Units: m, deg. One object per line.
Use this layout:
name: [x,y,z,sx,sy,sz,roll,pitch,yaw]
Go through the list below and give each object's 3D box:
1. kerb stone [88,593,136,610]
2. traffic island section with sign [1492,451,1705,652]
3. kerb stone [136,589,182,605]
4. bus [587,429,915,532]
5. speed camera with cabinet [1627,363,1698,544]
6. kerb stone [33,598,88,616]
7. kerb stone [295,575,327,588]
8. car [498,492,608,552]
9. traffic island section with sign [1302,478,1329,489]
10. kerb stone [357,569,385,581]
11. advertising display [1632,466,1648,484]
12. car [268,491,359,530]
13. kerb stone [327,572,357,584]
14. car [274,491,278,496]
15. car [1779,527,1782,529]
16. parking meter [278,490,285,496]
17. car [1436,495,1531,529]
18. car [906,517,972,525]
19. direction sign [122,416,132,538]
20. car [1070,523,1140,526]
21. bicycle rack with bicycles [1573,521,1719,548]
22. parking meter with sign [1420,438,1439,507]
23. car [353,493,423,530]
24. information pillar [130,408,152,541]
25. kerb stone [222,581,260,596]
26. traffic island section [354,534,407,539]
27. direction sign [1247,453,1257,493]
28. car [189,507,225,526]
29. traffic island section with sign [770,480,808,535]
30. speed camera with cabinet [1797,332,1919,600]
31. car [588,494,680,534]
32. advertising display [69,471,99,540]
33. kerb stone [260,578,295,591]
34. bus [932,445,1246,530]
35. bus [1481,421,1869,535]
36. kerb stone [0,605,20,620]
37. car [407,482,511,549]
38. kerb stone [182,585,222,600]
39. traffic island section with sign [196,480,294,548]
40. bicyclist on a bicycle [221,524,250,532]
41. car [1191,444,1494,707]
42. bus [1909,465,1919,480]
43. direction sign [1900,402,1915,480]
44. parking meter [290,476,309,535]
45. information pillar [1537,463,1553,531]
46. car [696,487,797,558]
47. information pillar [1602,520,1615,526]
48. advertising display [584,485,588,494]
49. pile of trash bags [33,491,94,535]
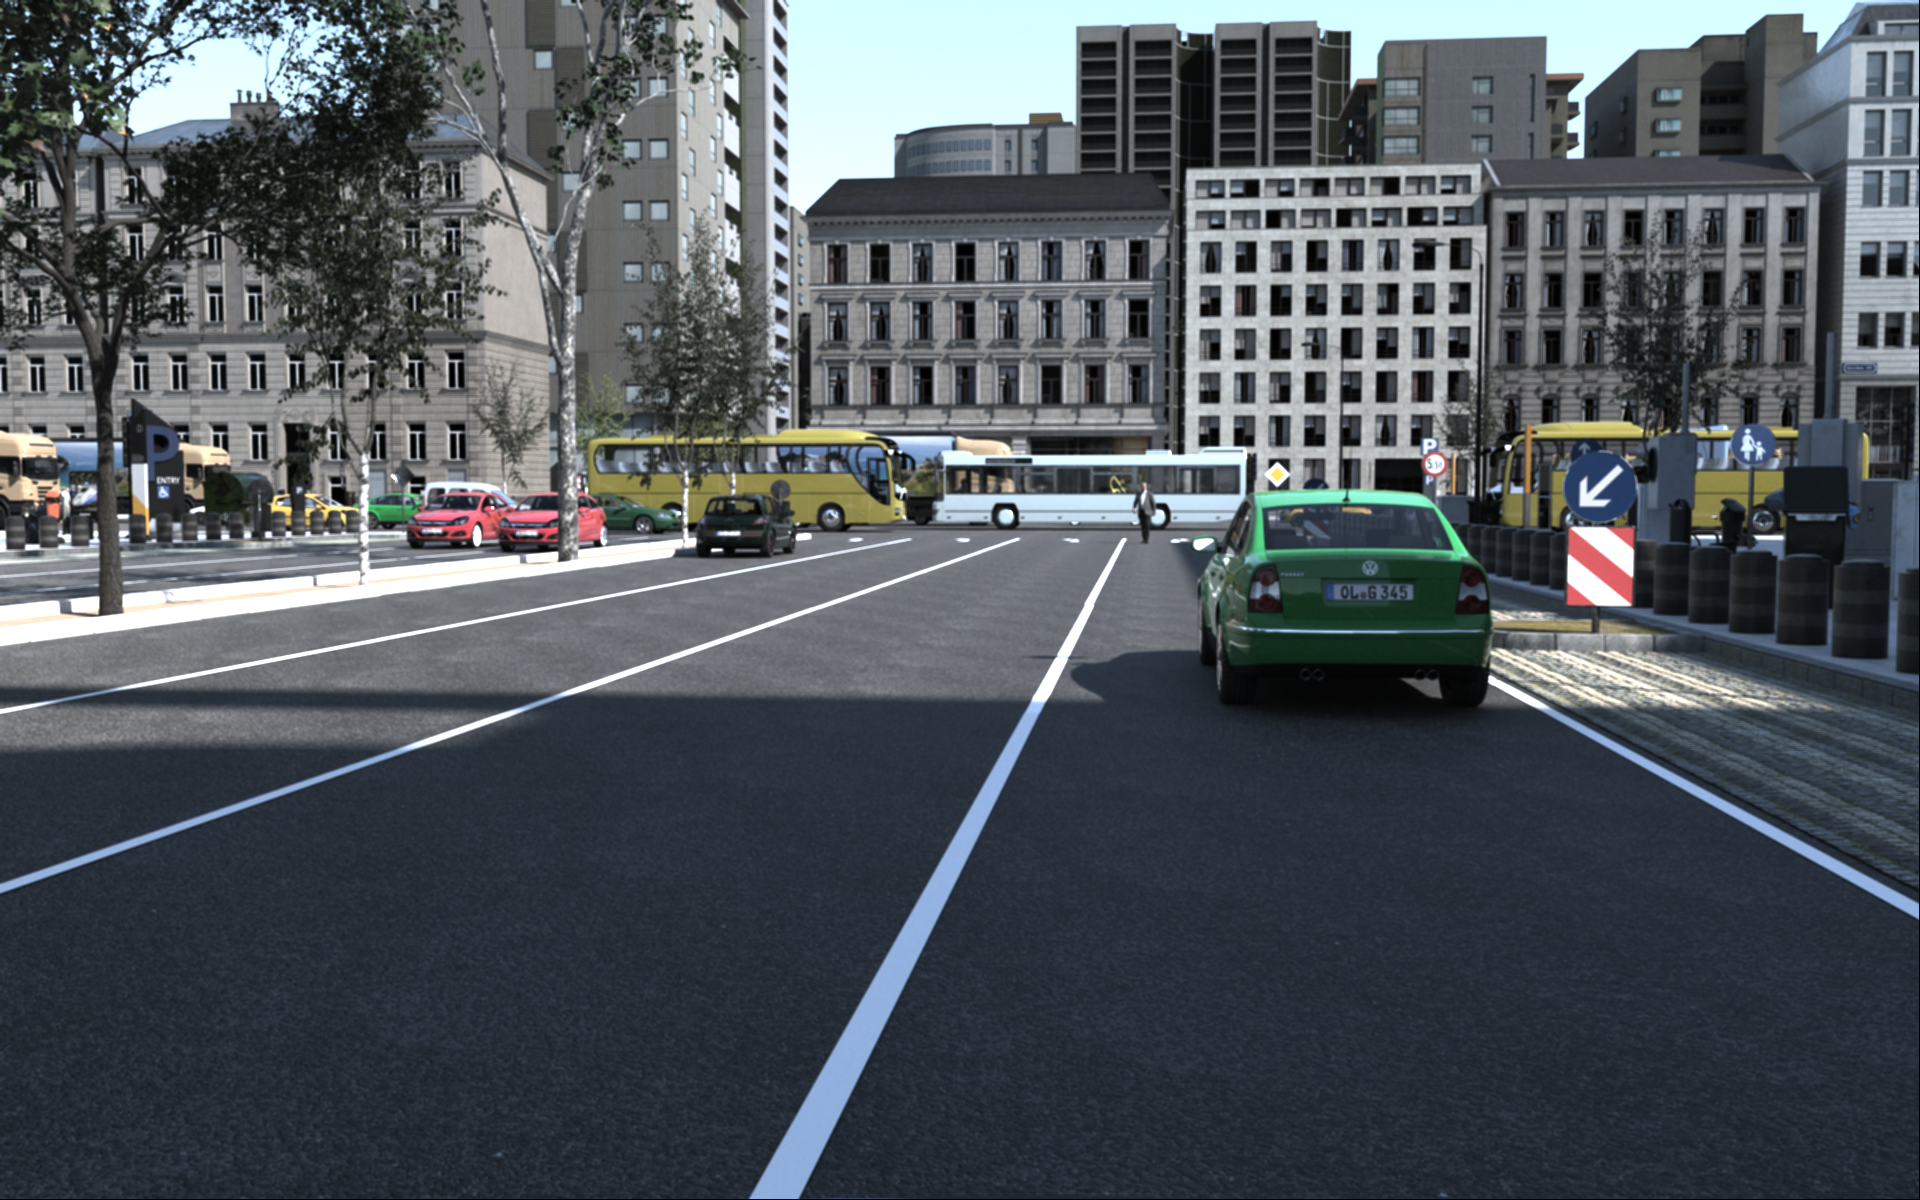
kerb stone: [-10.681,0.033,21.654,0.120,0.150,1.000,0,4,6]
traffic island section with sign: [5.826,-0.489,16.619,1.989,1.847,2.006,0,4,6]
kerb stone: [-10.559,-0.029,22.673,0.120,0.150,1.000,0,4,6]
bus: [-7.955,-4.578,66.389,12.252,3.916,2.896,0,4,5]
speed camera with cabinet: [10.899,-1.995,26.949,0.660,3.252,2.038,1,4,10]
kerb stone: [-10.784,0.096,20.629,0.120,0.150,1.000,0,4,6]
kerb stone: [-10.123,-0.272,26.772,0.120,0.150,1.000,0,4,6]
car: [-10.356,-2.151,44.203,2.155,1.783,4.494,0,4,5]
traffic island section with sign: [8.735,-2.128,43.417,1.989,1.847,2.006,0,4,6]
kerb stone: [-9.894,-0.405,28.827,0.120,0.150,1.000,0,4,6]
advertising display: [15.969,-2.125,39.952,0.974,1.923,0.123,0,4,0]
car: [-25.135,-3.503,67.503,3.980,1.641,2.015,0,4,7]
kerb stone: [-10.009,-0.342,27.795,0.120,0.150,1.000,0,4,6]
car: [-34.531,-4.518,83.660,4.222,1.686,2.009,0,4,6]
car: [32.683,-3.204,64.395,4.499,1.417,2.014,0,4,8]
parking meter: [-38.328,-5.470,97.846,0.372,1.533,0.369,0,3,0]
car: [18.324,-3.099,62.676,4.499,1.417,2.014,0,4,7]
car: [-0.596,-4.207,81.371,3.894,1.354,1.945,0,4,4]
direction sign: [-24.337,-3.594,50.765,0.876,3.537,0.379,3,5,45]
car: [6.802,-4.131,79.546,4.499,1.417,2.014,0,4,5]
bicycle rack with bicycles: [12.150,-1.101,31.379,2.925,0.926,2.852,-1,4,-17]
parking meter with sign: [14.353,-3.471,53.008,0.543,3.016,1.738,1,4,15]
car: [-22.369,-3.778,70.561,4.718,1.807,1.959,0,4,7]
information pillar: [-22.402,-3.423,47.314,0.504,3.616,0.183,1,4,19]
kerb stone: [-10.350,-0.155,24.730,0.120,0.150,1.000,0,4,6]
traffic island section: [-18.275,-2.112,56.814,2.009,0.180,2.903,0,4,6]
direction sign: [16.238,-6.387,96.422,0.379,3.537,0.876,-2,4,-24]
car: [-33.014,-4.107,79.514,4.827,1.381,2.083,1,4,8]
traffic island section with sign: [-5.908,-2.910,55.710,2.006,1.907,1.989,0,4,6]
speed camera with cabinet: [11.340,-1.634,21.058,2.038,3.252,0.660,2,4,33]
car: [-12.550,-3.107,62.600,4.920,1.459,2.131,0,4,8]
advertising display: [-24.450,-2.644,48.442,0.974,1.923,0.123,1,4,16]
kerb stone: [-10.229,-0.215,25.750,0.120,0.150,1.000,0,4,6]
bus: [4.723,-4.574,69.639,13.247,3.499,2.948,0,4,6]
bus: [24.120,-4.136,59.174,12.252,3.916,2.896,0,4,6]
kerb stone: [-10.898,0.159,19.609,0.120,0.150,1.000,0,4,6]
car: [-13.470,-2.318,46.945,2.155,1.783,4.494,0,4,5]
kerb stone: [-10.454,-0.092,23.695,0.120,0.150,1.000,0,4,6]
traffic island section with sign: [-19.072,-2.316,46.492,1.989,1.847,2.006,0,4,6]
bicyclist on a bicycle: [-25.208,-3.063,60.105,1.625,1.676,1.499,0,4,5]
car: [2.766,-0.263,13.104,1.959,1.807,4.718,0,4,5]
bus: [47.429,-4.841,74.018,13.247,3.499,2.948,0,4,8]
direction sign: [23.498,-3.120,43.004,0.876,3.537,0.379,-3,5,-44]
parking meter: [-20.844,-2.985,54.518,0.399,1.863,0.255,-3,5,-41]
information pillar: [14.061,-2.271,41.629,0.304,2.012,0.304,2,4,26]
car: [-4.957,-1.880,40.520,2.009,1.686,4.222,0,4,5]
information pillar: [13.415,-1.930,36.041,0.304,2.012,0.304,-2,4,-33]
advertising display: [-25.761,-7.037,120.270,0.123,1.923,0.974,2,4,25]
pile of trash bags: [-28.721,-2.782,55.240,1.912,1.369,3.447,-1,4,-22]
